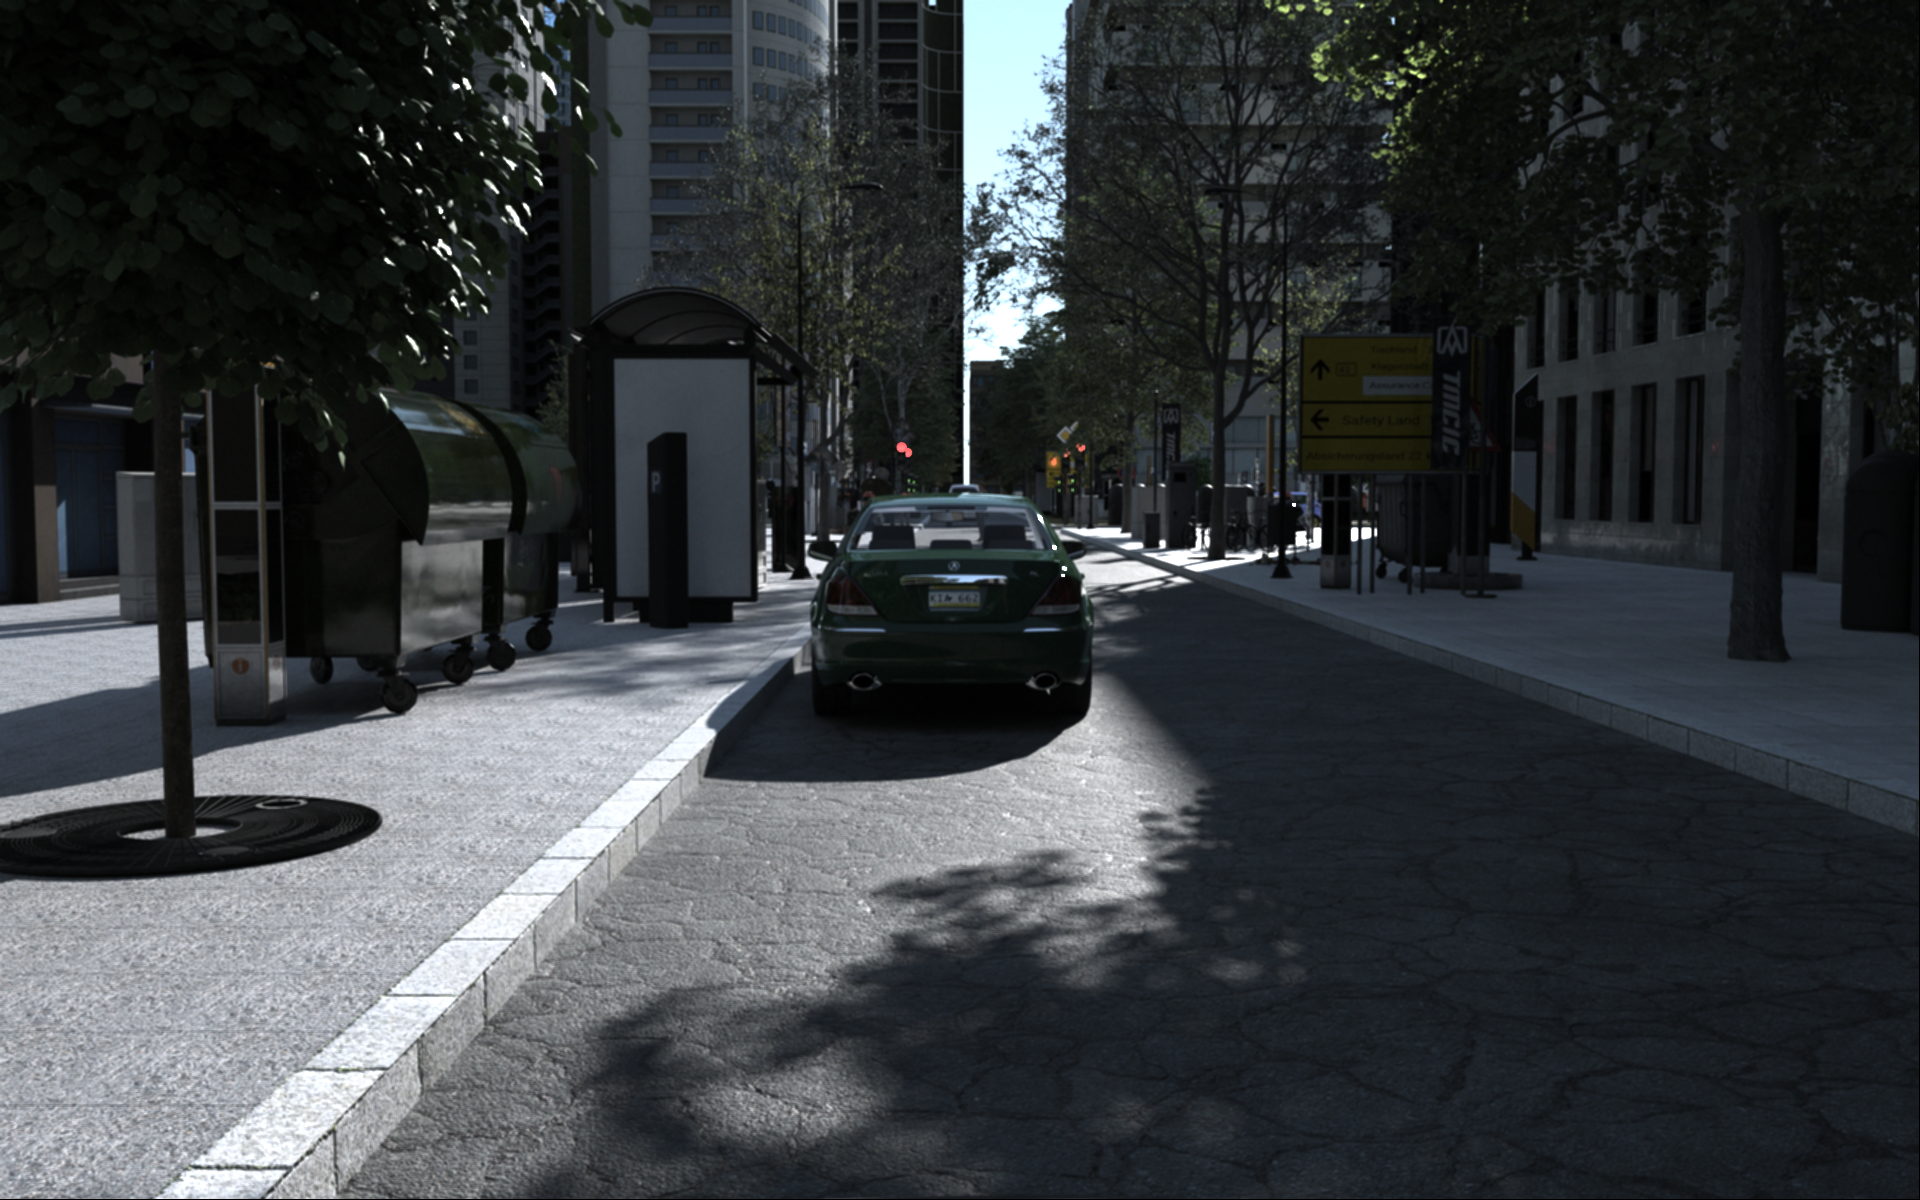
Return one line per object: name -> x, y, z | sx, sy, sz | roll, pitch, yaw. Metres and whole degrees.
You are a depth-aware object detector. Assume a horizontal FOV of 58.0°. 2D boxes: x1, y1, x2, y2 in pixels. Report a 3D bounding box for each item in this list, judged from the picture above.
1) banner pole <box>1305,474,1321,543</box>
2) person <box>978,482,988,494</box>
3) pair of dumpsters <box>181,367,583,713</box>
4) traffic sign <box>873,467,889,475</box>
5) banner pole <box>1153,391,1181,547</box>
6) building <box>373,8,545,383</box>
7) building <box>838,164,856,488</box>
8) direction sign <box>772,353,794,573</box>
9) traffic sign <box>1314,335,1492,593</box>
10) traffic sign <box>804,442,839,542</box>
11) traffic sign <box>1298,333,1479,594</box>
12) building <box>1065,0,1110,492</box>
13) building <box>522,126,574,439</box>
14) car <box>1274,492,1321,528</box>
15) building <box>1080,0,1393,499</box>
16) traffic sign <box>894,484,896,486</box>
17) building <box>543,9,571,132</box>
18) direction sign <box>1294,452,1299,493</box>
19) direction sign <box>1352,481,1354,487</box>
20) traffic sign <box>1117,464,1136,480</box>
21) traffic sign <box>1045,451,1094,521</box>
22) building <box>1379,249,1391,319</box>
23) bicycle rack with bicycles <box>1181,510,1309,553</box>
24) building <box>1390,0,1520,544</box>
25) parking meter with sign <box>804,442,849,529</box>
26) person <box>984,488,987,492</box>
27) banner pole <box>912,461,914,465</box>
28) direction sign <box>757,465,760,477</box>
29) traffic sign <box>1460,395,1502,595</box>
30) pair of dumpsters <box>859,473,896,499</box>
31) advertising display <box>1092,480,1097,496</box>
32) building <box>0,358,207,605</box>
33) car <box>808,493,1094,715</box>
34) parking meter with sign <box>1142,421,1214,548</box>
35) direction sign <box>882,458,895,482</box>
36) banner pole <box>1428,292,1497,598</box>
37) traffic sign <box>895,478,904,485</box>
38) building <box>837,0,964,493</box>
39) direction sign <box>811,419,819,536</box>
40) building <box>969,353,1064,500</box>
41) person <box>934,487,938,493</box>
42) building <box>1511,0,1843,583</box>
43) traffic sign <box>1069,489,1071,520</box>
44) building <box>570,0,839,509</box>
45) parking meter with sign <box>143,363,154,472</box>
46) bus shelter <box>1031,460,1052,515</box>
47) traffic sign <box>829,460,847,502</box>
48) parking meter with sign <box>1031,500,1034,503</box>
banner pole -> 9.468, -3.381, 45.293 | 0.863, 3.779, 0.401 | 0, 4, -4
person -> 0.579, -2.684, 52.664 | 0.520, 1.790, 0.573 | 3, 4, 37
pair of dumpsters -> -3.834, -0.585, 12.060 | 1.574, 2.255, 4.437 | 0, 4, 0
traffic sign -> -3.702, -4.969, 81.354 | 0.768, 2.556, 0.104 | 0, 4, 6
banner pole -> 4.969, -3.185, 42.093 | 0.863, 3.779, 0.401 | 2, 4, 23
building -> -60.683, -46.772, 202.971 | 20.611, 71.187, 20.563 | 0, 4, 0
building -> -24.153, -30.908, 197.223 | 23.993, 40.220, 32.217 | 0, 4, 0
direction sign -> -2.900, -2.226, 28.393 | 0.379, 3.537, 0.876 | 1, 4, 10
traffic sign -> 5.668, -1.741, 22.343 | 2.265, 3.308, 0.079 | 0, 4, 3
traffic sign -> -3.092, -2.283, 38.516 | 0.795, 2.450, 0.064 | 0, 4, 5
traffic sign -> 5.425, -1.722, 22.033 | 2.265, 3.308, 0.079 | 0, 4, 0
building -> 22.623, -40.211, 199.455 | 21.231, 58.520, 28.212 | 0, 4, 0
building -> -43.289, -34.028, 206.463 | 14.200, 45.320, 14.600 | 0, 4, 0
car -> 12.592, -3.629, 68.926 | 3.694, 1.707, 1.945 | 0, 3, 0
building -> 27.127, -35.634, 171.848 | 28.713, 52.752, 27.495 | 0, 4, 0
traffic sign -> -4.672, -8.044, 131.631 | 0.768, 2.556, 0.104 | 0, 4, 3
building -> -64.136, -57.137, 246.859 | 31.000, 86.520, 22.319 | 0, 4, 0
direction sign -> 18.066, -6.184, 93.113 | 0.379, 3.537, 0.876 | 2, 4, 25
direction sign -> 30.256, -8.643, 133.304 | 0.379, 3.537, 0.876 | -1, 4, -19
traffic sign -> 6.858, -4.359, 71.375 | 0.768, 2.556, 0.104 | 0, 4, 3
traffic sign -> 5.139, -5.339, 81.166 | 2.265, 3.308, 0.079 | 0, 4, 2
building -> 49.331, -26.699, 208.225 | 14.107, 30.474, 14.160 | 0, 4, 0
bicycle rack with bicycles -> 6.567, -1.562, 38.915 | 2.852, 0.926, 2.925 | -1, 4, -15
building -> 19.901, -13.298, 47.100 | 12.332, 23.373, 15.834 | 0, 4, 0
parking meter with sign -> -4.489, -3.735, 57.330 | 1.738, 3.016, 0.543 | 2, 4, 26
person -> 1.732, -6.307, 111.811 | 0.583, 1.804, 0.606 | 0, 4, 7
banner pole -> -3.488, -8.466, 128.432 | 0.401, 3.779, 0.863 | 1, 4, 17
direction sign -> -13.522, -7.552, 115.470 | 0.379, 3.537, 0.876 | 1, 4, 20
traffic sign -> 6.380, -1.339, 21.893 | 0.884, 2.594, 0.081 | 0, 4, 2
pair of dumpsters -> -3.696, -4.584, 77.435 | 1.574, 2.255, 4.437 | 0, 4, 0
advertising display -> 6.190, -4.594, 80.319 | 0.123, 1.923, 0.974 | 0, 4, -7
building -> -17.495, -22.705, 21.345 | 14.600, 45.320, 14.200 | 0, 4, 0
car -> -0.085, -0.054, 12.679 | 2.131, 1.459, 4.920 | 0, 4, -1
parking meter with sign -> 5.230, -2.743, 41.116 | 1.738, 3.016, 0.543 | 0, 4, -6
direction sign -> -4.552, -7.226, 110.148 | 0.876, 3.537, 0.379 | 1, 4, 17
banner pole -> 6.246, -1.923, 21.466 | 0.863, 3.779, 0.401 | 1, 4, 9
traffic sign -> -4.330, -7.554, 123.609 | 0.768, 2.556, 0.104 | 0, 4, 6
building -> -9.730, -49.450, 246.755 | 20.611, 71.187, 20.563 | 0, 4, 0
direction sign -> -4.373, -3.717, 52.767 | 0.379, 3.537, 0.876 | 0, 4, 2
building -> 15.902, -24.864, 251.569 | 28.899, 21.520, 27.650 | 0, 4, 0
person -> -1.110, -4.715, 86.081 | 0.782, 1.767, 0.515 | -1, 4, -9
building -> 17.786, -10.749, 30.491 | 10.420, 20.320, 16.860 | 0, 4, 0
traffic sign -> 5.529, -5.323, 87.039 | 0.884, 2.594, 0.081 | 0, 4, 6
building -> -22.629, -37.767, 159.492 | 21.231, 58.520, 28.212 | 0, 4, 0
parking meter with sign -> -8.078, -1.410, 19.314 | 1.738, 3.016, 0.543 | -1, 4, -13
bus shelter -> 5.295, -6.628, 102.296 | 2.014, 3.302, 5.546 | 0, 4, 0
traffic sign -> -4.526, -3.862, 63.251 | 0.768, 2.556, 0.104 | 0, 4, 5
parking meter with sign -> 5.287, -7.276, 115.230 | 0.543, 3.016, 1.738 | -3, 5, -44
